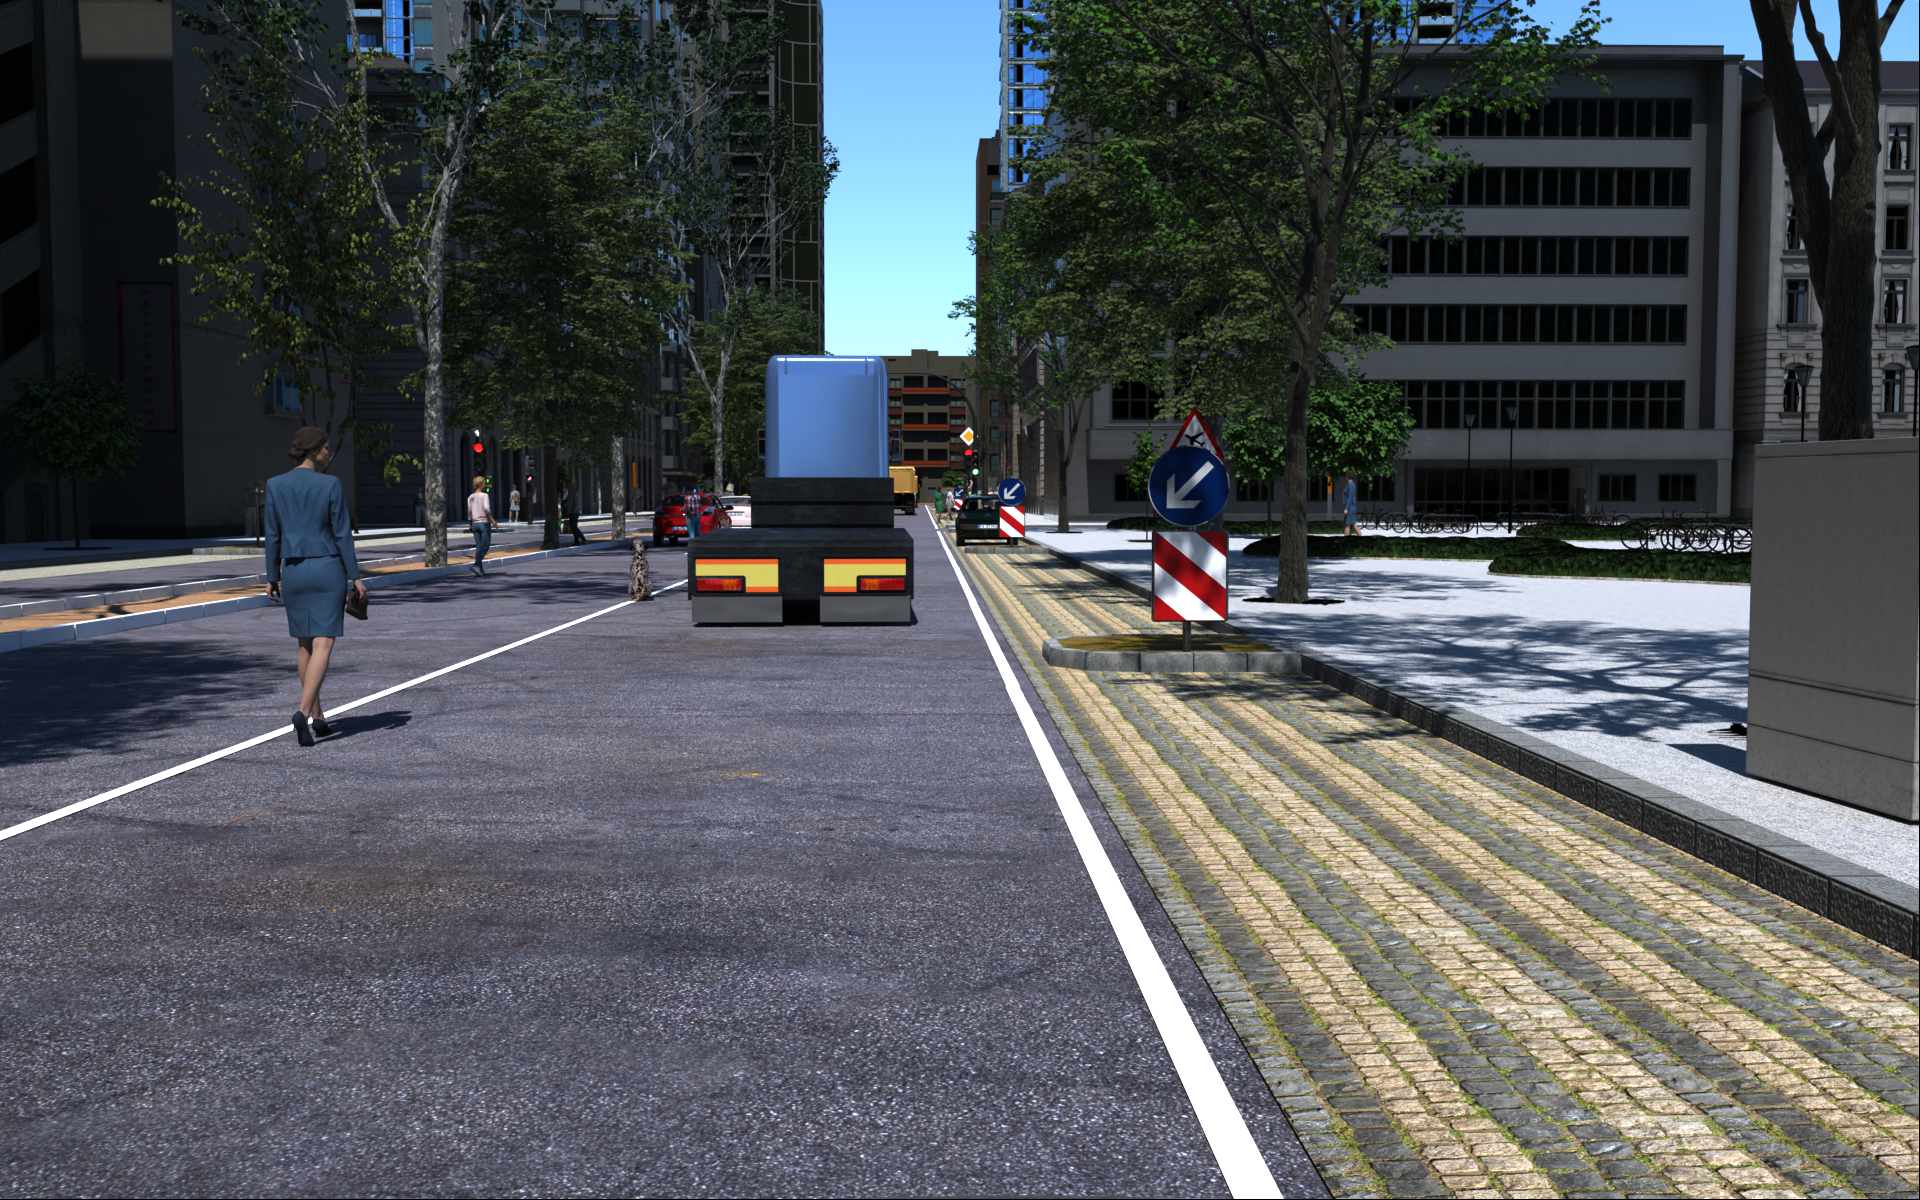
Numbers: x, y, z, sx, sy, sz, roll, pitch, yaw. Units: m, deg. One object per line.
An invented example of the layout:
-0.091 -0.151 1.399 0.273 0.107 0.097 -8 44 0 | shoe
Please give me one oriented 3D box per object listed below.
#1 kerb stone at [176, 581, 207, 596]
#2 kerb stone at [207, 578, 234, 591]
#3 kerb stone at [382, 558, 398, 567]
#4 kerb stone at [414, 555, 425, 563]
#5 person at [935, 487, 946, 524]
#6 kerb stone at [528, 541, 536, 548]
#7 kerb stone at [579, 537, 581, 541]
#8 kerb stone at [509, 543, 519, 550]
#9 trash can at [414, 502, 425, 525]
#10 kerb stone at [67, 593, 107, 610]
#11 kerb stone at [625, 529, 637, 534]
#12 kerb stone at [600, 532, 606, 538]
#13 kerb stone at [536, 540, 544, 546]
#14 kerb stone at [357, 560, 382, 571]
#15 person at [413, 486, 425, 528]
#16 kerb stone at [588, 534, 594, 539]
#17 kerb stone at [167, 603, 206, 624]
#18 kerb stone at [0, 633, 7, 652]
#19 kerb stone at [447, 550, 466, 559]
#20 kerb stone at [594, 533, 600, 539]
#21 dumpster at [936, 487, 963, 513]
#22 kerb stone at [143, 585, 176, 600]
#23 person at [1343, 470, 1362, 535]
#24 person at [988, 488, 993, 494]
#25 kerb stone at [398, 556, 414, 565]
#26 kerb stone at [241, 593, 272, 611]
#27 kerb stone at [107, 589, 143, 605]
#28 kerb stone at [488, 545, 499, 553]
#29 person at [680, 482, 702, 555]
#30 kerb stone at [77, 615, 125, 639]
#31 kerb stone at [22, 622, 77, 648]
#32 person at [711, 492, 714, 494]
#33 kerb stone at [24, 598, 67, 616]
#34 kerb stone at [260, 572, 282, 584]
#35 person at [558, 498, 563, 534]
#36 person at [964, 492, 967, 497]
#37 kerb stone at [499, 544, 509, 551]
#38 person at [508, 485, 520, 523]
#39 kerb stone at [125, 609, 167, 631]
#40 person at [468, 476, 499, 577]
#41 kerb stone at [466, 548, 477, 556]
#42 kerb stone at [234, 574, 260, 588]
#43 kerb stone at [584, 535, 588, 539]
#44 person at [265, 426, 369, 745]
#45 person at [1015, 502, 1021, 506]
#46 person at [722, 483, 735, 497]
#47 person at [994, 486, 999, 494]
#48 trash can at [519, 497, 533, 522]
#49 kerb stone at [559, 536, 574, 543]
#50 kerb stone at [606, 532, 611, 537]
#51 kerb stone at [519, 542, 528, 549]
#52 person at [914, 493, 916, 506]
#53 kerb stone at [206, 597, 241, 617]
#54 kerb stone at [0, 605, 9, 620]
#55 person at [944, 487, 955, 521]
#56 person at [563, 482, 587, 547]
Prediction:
-11.050 -0.153 24.700 0.120 0.150 1.000 0 4 -1 | kerb stone
-11.076 -0.216 25.729 0.120 0.150 1.000 0 4 -1 | kerb stone
-11.264 -0.717 33.924 0.120 0.150 1.000 0 4 -1 | kerb stone
-11.311 -0.844 35.989 0.120 0.150 1.000 0 4 -1 | kerb stone
-1.018 -4.600 83.954 0.600 1.795 0.529 2 4 29 | person
-11.549 -1.465 46.247 0.120 0.150 1.000 0 4 -1 | kerb stone
-11.686 -1.847 52.388 0.120 0.150 1.000 0 4 -1 | kerb stone
-11.500 -1.341 44.195 0.120 0.150 1.000 0 4 -1 | kerb stone
-22.179 -3.651 71.353 0.748 1.137 0.748 0 3 0 | trash can
-10.987 0.036 21.631 0.120 0.150 1.000 0 4 -1 | kerb stone
-11.932 -2.473 62.637 0.120 0.150 1.000 0 4 -1 | kerb stone
-11.790 -2.098 56.494 0.120 0.150 1.000 0 4 -1 | kerb stone
-11.573 -1.534 47.275 0.120 0.150 1.000 0 4 -1 | kerb stone
-11.246 -0.655 32.899 0.120 0.150 1.000 0 4 -1 | kerb stone
-21.802 -3.726 69.971 0.519 1.759 0.362 -2 4 -34 | person
-11.736 -1.972 54.435 0.120 0.150 1.000 0 4 -1 | kerb stone
-8.834 0.158 19.608 0.120 0.150 1.000 0 4 -1 | kerb stone
-8.737 0.408 15.519 0.120 0.150 1.000 0 4 -1 | kerb stone
-11.388 -1.030 39.066 0.120 0.150 1.000 0 4 -1 | kerb stone
-11.764 -2.035 55.465 0.120 0.150 1.000 0 4 -1 | kerb stone
-0.677 -6.383 112.569 1.865 1.857 1.264 0 4 -2 | dumpster
-11.034 -0.091 23.678 0.120 0.150 1.000 0 4 -1 | kerb stone
8.879 -2.028 39.227 0.654 1.822 0.581 3 4 37 | person
2.128 -7.014 121.387 0.731 1.740 0.598 2 4 34 | person
-11.284 -0.769 34.953 0.120 0.150 1.000 0 4 -1 | kerb stone
-8.886 0.034 21.657 0.120 0.150 1.000 0 4 -1 | kerb stone
-11.005 -0.028 22.655 0.120 0.150 1.000 0 4 -1 | kerb stone
-11.458 -1.220 42.137 0.120 0.150 1.000 0 4 -1 | kerb stone
-6.230 -1.910 40.560 0.643 1.720 0.563 2 4 29 | person
-8.782 0.283 17.564 0.120 0.150 1.000 0 4 -1 | kerb stone
-8.765 0.346 16.541 0.120 0.150 1.000 0 4 -1 | kerb stone
-24.016 -9.925 168.299 1.348 1.826 0.705 -3 5 -43 | person
-10.962 0.099 20.609 0.120 0.150 1.000 0 4 -1 | kerb stone
-11.128 -0.341 27.779 0.120 0.150 1.000 0 4 -1 | kerb stone
-14.250 -2.973 61.354 0.306 1.304 0.590 2 4 32 | person
0.669 -11.516 195.806 0.415 1.643 0.593 -1 4 -8 | person
-11.483 -1.282 43.164 0.120 0.150 1.000 0 4 -1 | kerb stone
-20.021 -4.332 77.868 0.512 1.701 0.522 -3 5 -41 | person
-8.813 0.221 18.586 0.120 0.150 1.000 0 4 -1 | kerb stone
-8.351 -1.284 30.172 0.731 1.740 0.598 1 4 18 | person
-11.398 -1.088 40.088 0.120 0.150 1.000 0 4 -1 | kerb stone
-11.105 -0.270 26.751 0.120 0.150 1.000 0 4 -1 | kerb stone
-11.718 -1.909 53.409 0.120 0.150 1.000 0 4 -1 | kerb stone
-3.778 -0.091 10.014 0.581 1.822 0.654 1 4 13 | person
3.424 -5.710 103.677 0.475 1.303 0.640 -2 4 -30 | person
-7.956 -3.135 59.948 0.537 1.800 0.526 2 4 30 | person
1.932 -4.969 88.296 0.512 1.701 0.522 0 4 -8 | person
-19.939 -4.152 79.539 0.748 1.137 0.748 0 3 0 | trash can
-11.666 -1.782 51.366 0.120 0.150 1.000 0 4 -1 | kerb stone
-11.810 -2.160 57.516 0.120 0.150 1.000 0 4 -1 | kerb stone
-11.528 -1.408 45.220 0.120 0.150 1.000 0 4 -1 | kerb stone
-3.888 -8.243 143.500 0.478 1.798 0.641 0 4 6 | person
-8.859 0.097 20.630 0.120 0.150 1.000 0 4 -1 | kerb stone
-10.932 0.160 19.580 0.120 0.150 1.000 0 4 -1 | kerb stone
-0.569 -5.121 92.454 0.641 1.798 0.478 -1 4 -17 | person
-10.379 -2.303 46.646 0.515 1.767 0.782 -2 4 -30 | person
